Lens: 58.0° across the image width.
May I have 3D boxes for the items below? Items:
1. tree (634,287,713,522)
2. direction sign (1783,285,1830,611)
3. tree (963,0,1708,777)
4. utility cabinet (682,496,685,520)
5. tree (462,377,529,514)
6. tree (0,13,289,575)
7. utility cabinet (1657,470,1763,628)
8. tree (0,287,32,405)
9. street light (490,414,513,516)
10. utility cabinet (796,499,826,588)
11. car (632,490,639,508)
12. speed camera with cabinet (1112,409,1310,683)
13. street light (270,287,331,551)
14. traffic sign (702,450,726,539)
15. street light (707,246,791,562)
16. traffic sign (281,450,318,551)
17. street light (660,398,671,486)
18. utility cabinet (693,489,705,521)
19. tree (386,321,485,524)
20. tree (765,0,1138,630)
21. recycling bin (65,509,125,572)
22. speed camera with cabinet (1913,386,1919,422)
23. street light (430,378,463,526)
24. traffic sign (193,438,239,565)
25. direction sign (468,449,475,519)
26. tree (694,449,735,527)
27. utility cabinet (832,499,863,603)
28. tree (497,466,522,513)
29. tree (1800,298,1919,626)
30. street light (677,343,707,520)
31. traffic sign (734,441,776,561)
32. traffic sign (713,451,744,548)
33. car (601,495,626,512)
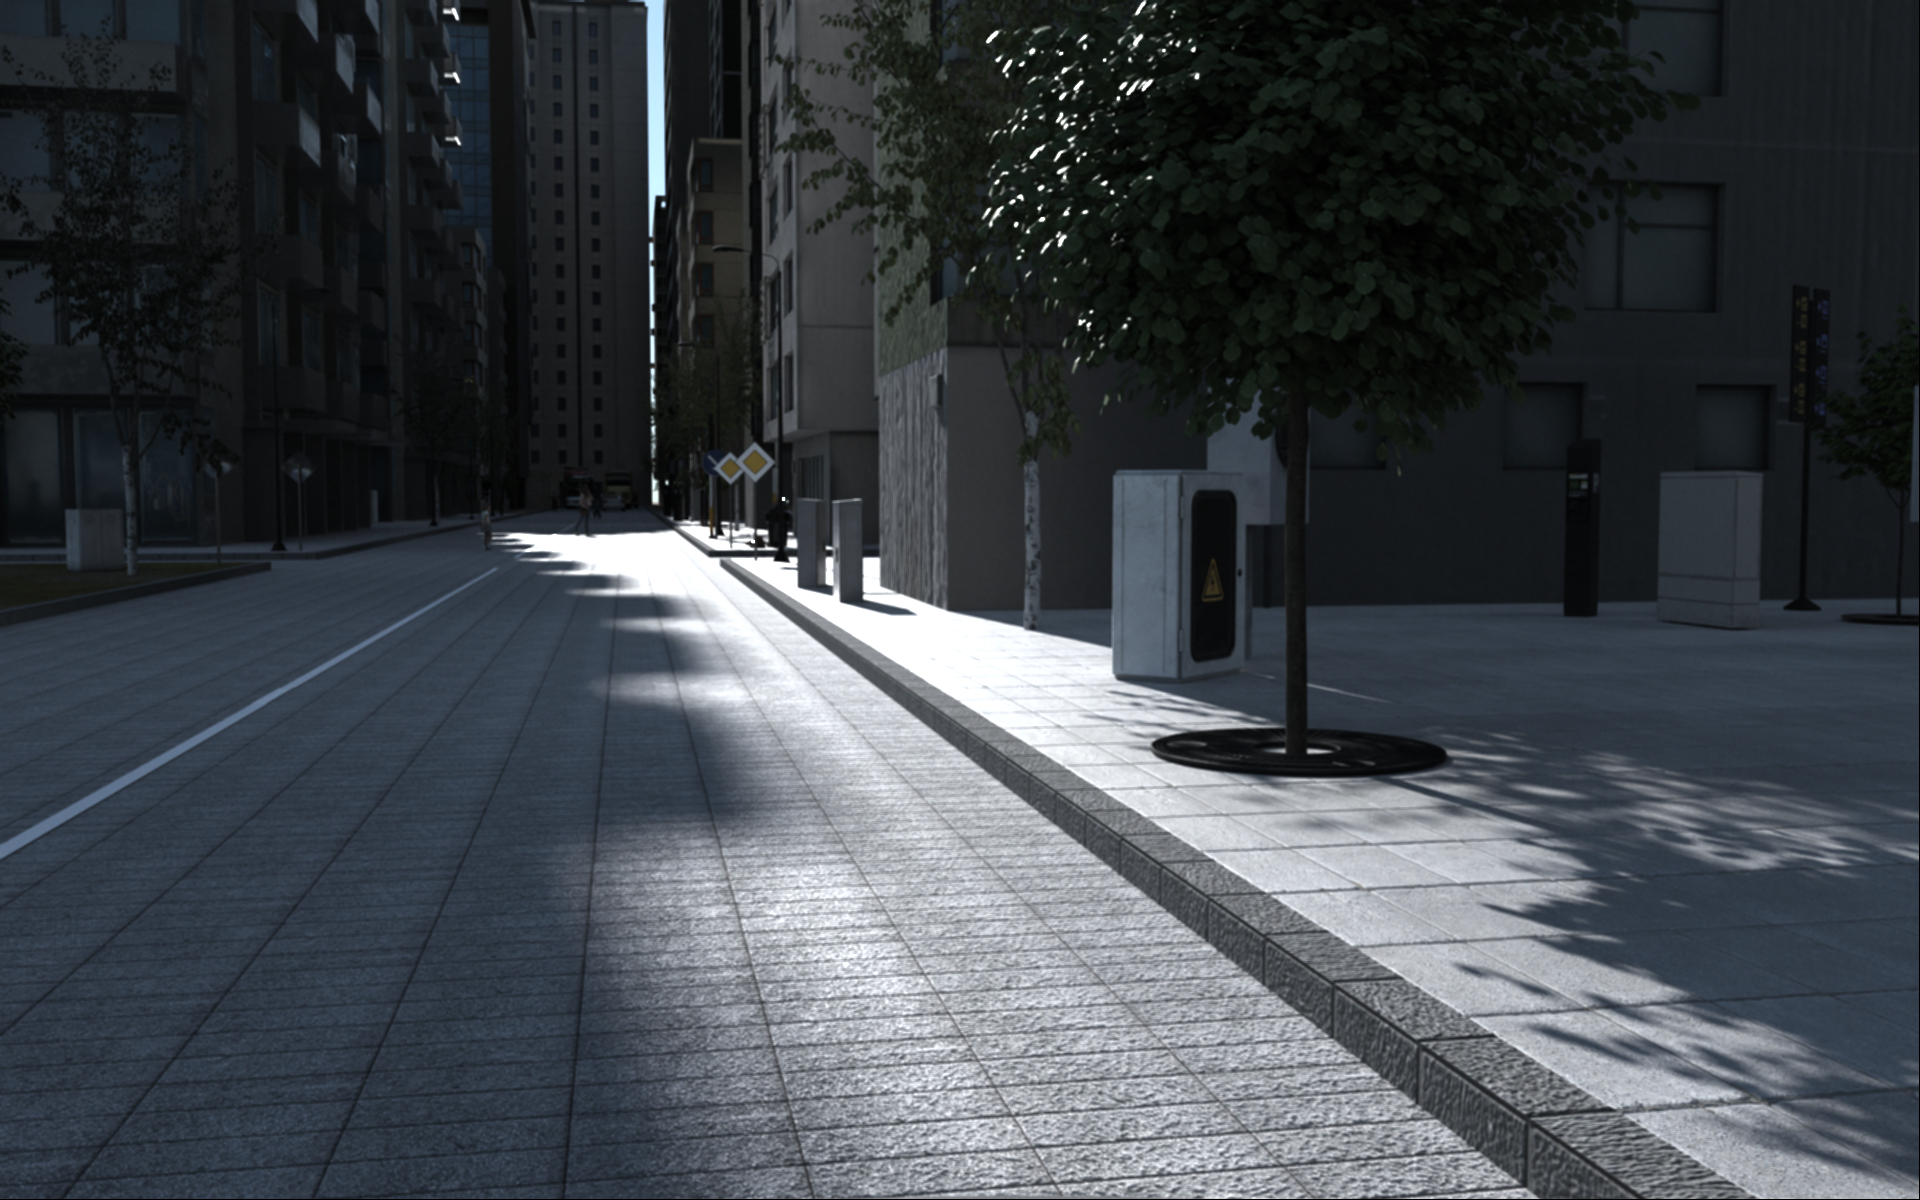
[{"bbox_3d":[-7.950,-6.687,59.694,4.737,8.622,4.395,0,3,0],"label":"tree"},{"bbox_3d":[9.336,-1.657,19.093,0.876,3.537,0.379,-3,5,-41],"label":"direction sign"},{"bbox_3d":[1.748,-1.511,8.423,4.285,4.588,4.351,0,3,0],"label":"tree"},{"bbox_3d":[-14.049,-4.627,86.816,0.306,1.237,1.020,-2,4,-23],"label":"utility cabinet"},{"bbox_3d":[-29.755,-9.765,110.015,4.737,8.622,4.395,0,3,0],"label":"tree"},{"bbox_3d":[-12.959,-4.690,27.052,4.360,8.622,3.978,0,3,0],"label":"tree"},{"bbox_3d":[7.283,-0.499,16.836,0.318,1.500,1.173,-1,4,-12],"label":"utility cabinet"},{"bbox_3d":[-13.208,-2.288,21.129,4.285,4.588,4.351,0,3,0],"label":"tree"},{"bbox_3d":[-26.450,-7.791,99.923,1.470,5.913,1.316,-1,4,-11],"label":"street light"},{"bbox_3d":[-2.055,-0.792,24.116,0.306,1.237,1.020,0,4,2],"label":"utility cabinet"},{"bbox_3d":[-33.981,-10.301,177.101,2.281,1.827,5.304,-1,4,-12],"label":"car"},{"bbox_3d":[1.868,-1.116,12.578,0.660,3.252,2.038,3,4,36],"label":"speed camera with cabinet"},{"bbox_3d":[-14.796,-4.058,38.894,1.470,5.913,1.316,-1,4,-11],"label":"street light"},{"bbox_3d":[-7.005,-3.035,49.720,0.768,2.556,0.104,0,4,-1],"label":"traffic sign"},{"bbox_3d":[-3.931,-3.677,32.665,1.470,5.913,1.316,-1,4,-11],"label":"street light"},{"bbox_3d":[-14.886,-2.166,39.059,0.795,2.450,0.064,-1,4,-11],"label":"traffic sign"},{"bbox_3d":[-13.833,-6.822,84.086,1.470,5.913,1.316,-1,4,-11],"label":"street light"},{"bbox_3d":[-12.275,-4.470,81.766,0.318,1.500,1.173,1,4,16],"label":"utility cabinet"},{"bbox_3d":[-22.285,-7.543,73.689,4.360,8.622,3.978,0,3,0],"label":"tree"},{"bbox_3d":[0.477,-4.018,16.057,4.737,8.622,4.395,0,3,0],"label":"tree"},{"bbox_3d":[-14.489,-1.006,29.009,0.722,1.027,0.722,-3,5,-42],"label":"recycling bin"},{"bbox_3d":[8.641,-1.178,13.598,2.038,3.252,0.660,2,4,29],"label":"speed camera with cabinet"},{"bbox_3d":[-20.531,-5.914,69.232,1.470,5.913,1.316,-1,4,-11],"label":"street light"},{"bbox_3d":[-13.377,-1.687,31.218,0.795,2.450,0.064,-1,4,-11],"label":"traffic sign"},{"bbox_3d":[-24.888,-5.882,88.165,0.379,3.537,0.876,-1,4,-19],"label":"direction sign"},{"bbox_3d":[-9.686,-4.457,67.478,1.663,3.219,1.824,0,3,0],"label":"tree"},{"bbox_3d":[-1.368,-0.598,20.940,0.306,1.237,1.020,-1,4,-9],"label":"utility cabinet"},{"bbox_3d":[-31.579,-7.718,120.793,1.663,3.219,1.824,0,3,0],"label":"tree"},{"bbox_3d":[9.300,-1.391,17.348,1.663,3.219,1.824,0,3,0],"label":"tree"},{"bbox_3d":[-7.976,-4.942,53.344,1.470,5.913,1.316,-1,4,-11],"label":"street light"},{"bbox_3d":[-3.902,-1.796,33.013,0.795,2.450,0.064,-1,4,-11],"label":"traffic sign"},{"bbox_3d":[-5.411,-2.276,40.855,0.795,2.450,0.064,-1,4,-11],"label":"traffic sign"},{"bbox_3d":[-28.676,-8.022,143.516,2.083,1.381,4.827,-1,4,-12],"label":"car"}]
